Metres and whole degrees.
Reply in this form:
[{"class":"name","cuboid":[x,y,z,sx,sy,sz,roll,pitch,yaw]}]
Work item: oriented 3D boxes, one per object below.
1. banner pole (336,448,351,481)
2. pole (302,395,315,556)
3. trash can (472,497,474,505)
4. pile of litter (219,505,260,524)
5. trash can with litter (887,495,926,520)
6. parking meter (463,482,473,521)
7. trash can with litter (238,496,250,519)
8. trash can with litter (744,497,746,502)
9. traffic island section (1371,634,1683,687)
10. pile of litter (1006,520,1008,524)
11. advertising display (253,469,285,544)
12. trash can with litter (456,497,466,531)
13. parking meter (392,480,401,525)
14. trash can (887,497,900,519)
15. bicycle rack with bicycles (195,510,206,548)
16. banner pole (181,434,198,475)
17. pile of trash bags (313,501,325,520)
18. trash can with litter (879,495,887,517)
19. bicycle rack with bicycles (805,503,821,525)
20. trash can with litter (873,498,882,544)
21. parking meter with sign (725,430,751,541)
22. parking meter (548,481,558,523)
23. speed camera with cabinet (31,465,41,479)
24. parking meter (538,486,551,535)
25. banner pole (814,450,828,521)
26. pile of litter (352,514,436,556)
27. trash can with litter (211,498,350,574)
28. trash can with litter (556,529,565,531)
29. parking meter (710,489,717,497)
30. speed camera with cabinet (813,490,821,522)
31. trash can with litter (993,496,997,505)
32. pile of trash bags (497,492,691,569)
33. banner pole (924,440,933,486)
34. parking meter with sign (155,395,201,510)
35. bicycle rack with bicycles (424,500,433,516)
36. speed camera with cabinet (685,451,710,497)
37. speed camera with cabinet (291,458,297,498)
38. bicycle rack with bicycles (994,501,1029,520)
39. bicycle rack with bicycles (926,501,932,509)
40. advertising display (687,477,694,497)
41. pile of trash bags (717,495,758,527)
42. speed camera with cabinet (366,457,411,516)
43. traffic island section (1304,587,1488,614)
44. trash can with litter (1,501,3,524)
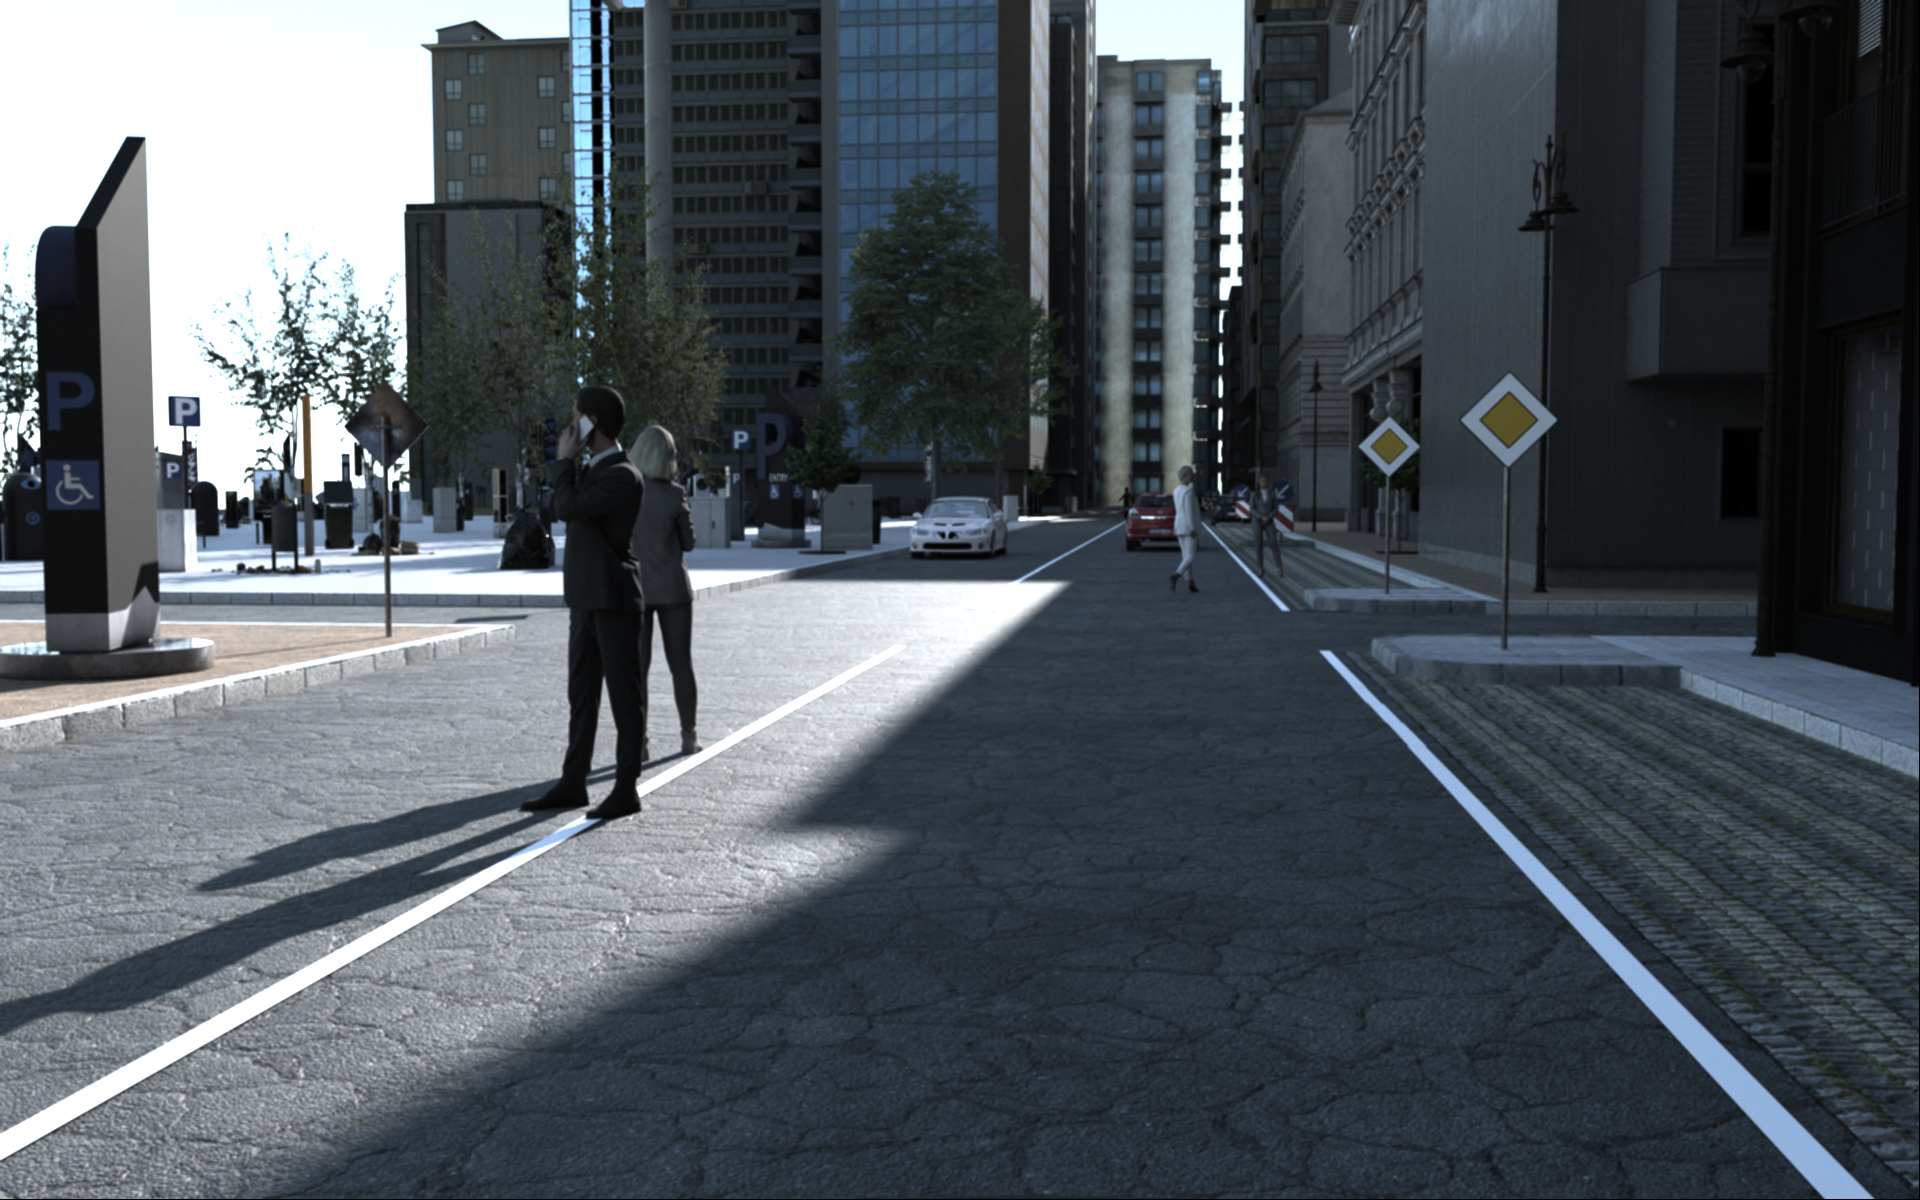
[{"class":"banner pole","cuboid":[-33.308,-6.329,93.493,0.863,3.779,0.401,-2,4,-25]},{"class":"pole","cuboid":[-13.503,-2.570,35.869,0.158,3.312,0.155,0,3,0]},{"class":"trash can","cuboid":[-25.226,-4.706,88.600,0.748,1.137,0.748,0,3,0]},{"class":"pile of litter","cuboid":[-31.113,-3.713,74.671,1.719,0.858,1.176,-1,4,-17]},{"class":"trash can with litter","cuboid":[-2.356,-4.690,87.733,2.233,1.210,1.678,0,4,6]},{"class":"parking meter","cuboid":[-23.810,-4.776,83.794,0.399,1.863,0.255,0,4,-4]},{"class":"trash can with litter","cuboid":[-36.829,-4.730,88.726,0.624,1.170,1.055,2,4,25]},{"class":"trash can with litter","cuboid":[-11.347,-4.624,86.653,2.233,1.210,1.678,-3,5,-41]},{"class":"traffic island section","cuboid":[4.522,0.486,14.336,2.009,0.180,2.903,0,4,7]},{"class":"pile of litter","cuboid":[1.512,-3.671,73.993,1.176,0.858,1.719,0,4,8]},{"class":"advertising display","cuboid":[-17.772,-2.406,44.547,0.974,1.923,0.123,2,4,25]},{"class":"trash can with litter","cuboid":[-17.626,-2.966,59.882,1.055,1.170,0.624,1,4,20]},{"class":"parking meter","cuboid":[-23.255,-4.020,71.434,0.255,1.863,0.399,0,4,-2]},{"class":"trash can","cuboid":[-3.482,-4.859,91.094,0.748,1.137,0.748,0,3,0]},{"class":"bicycle rack with bicycles","cuboid":[-18.767,-1.633,40.077,2.852,0.926,2.925,-1,4,-13]},{"class":"banner pole","cuboid":[-31.761,-4.990,71.605,0.401,3.779,0.863,3,5,42]},{"class":"pile of trash bags","cuboid":[-32.045,-4.713,86.818,1.912,1.369,3.447,1,4,10]},{"class":"trash can with litter","cuboid":[-4.671,-5.280,97.388,2.233,1.210,1.678,0,4,0]},{"class":"bicycle rack with bicycles","cuboid":[-5.572,-3.604,72.315,2.925,0.926,2.852,0,4,6]},{"class":"trash can with litter","cuboid":[-2.383,-2.041,44.754,0.624,1.170,1.055,-1,4,-15]},{"class":"parking meter with sign","cuboid":[-6.182,-3.151,47.773,0.543,3.016,1.738,-1,4,-17]},{"class":"parking meter","cuboid":[-18.118,-4.371,77.174,0.399,1.863,0.255,1,4,10]},{"class":"speed camera with cabinet","cuboid":[-28.638,-3.749,55.634,2.038,3.252,0.660,-2,4,-34]},{"class":"parking meter","cuboid":[-12.891,-2.774,53.768,0.372,1.533,0.369,0,3,0]},{"class":"banner pole","cuboid":[-6.598,-5.694,83.109,0.863,3.779,0.401,-3,4,-36]},{"class":"pile of litter","cuboid":[-11.962,-1.388,36.652,1.719,0.858,1.176,-1,4,-16]},{"class":"trash can with litter","cuboid":[-11.279,-1.061,28.403,2.233,1.210,1.678,2,4,26]},{"class":"trash can with litter","cuboid":[-13.269,-2.988,59.903,1.678,1.210,2.233,0,4,-5]},{"class":"parking meter","cuboid":[-12.705,-4.948,89.314,0.372,1.533,0.369,0,3,0]},{"class":"speed camera with cabinet","cuboid":[-5.838,-5.307,81.112,2.038,3.252,0.660,-1,4,-19]},{"class":"trash can with litter","cuboid":[2.296,-5.120,95.103,1.055,1.170,0.624,0,4,0]},{"class":"pile of trash bags","cuboid":[-6.343,-1.241,30.042,3.447,1.369,1.912,1,4,9]},{"class":"banner pole","cuboid":[-1.110,-4.809,68.649,0.863,3.779,0.401,3,4,38]},{"class":"parking meter with sign","cuboid":[-14.382,-2.148,31.373,1.738,3.016,0.543,3,5,42]},{"class":"bicycle rack with bicycles","cuboid":[-30.536,-5.226,98.819,2.852,0.926,2.925,-1,4,-17]},{"class":"speed camera with cabinet","cuboid":[-12.485,-5.182,79.060,2.038,3.252,0.660,-1,4,-16]},{"class":"speed camera with cabinet","cuboid":[-36.118,-5.994,92.346,0.660,3.252,2.038,2,4,31]},{"class":"bicycle rack with bicycles","cuboid":[2.194,-4.420,85.656,2.852,0.926,2.925,-1,4,-14]},{"class":"bicycle rack with bicycles","cuboid":[-0.634,-4.724,90.626,2.852,0.926,2.925,0,4,5]},{"class":"advertising display","cuboid":[-10.109,-3.656,64.995,0.123,1.923,0.974,-1,4,-16]},{"class":"pile of trash bags","cuboid":[-9.538,-3.612,68.814,3.447,1.369,1.912,0,4,6]},{"class":"speed camera with cabinet","cuboid":[-27.952,-5.528,84.715,2.038,3.252,0.660,0,4,2]},{"class":"traffic island section","cuboid":[5.506,0.001,22.260,2.009,0.180,2.903,0,4,7]},{"class":"trash can with litter","cuboid":[-41.238,-3.869,74.645,0.624,1.170,1.055,3,5,41]}]
